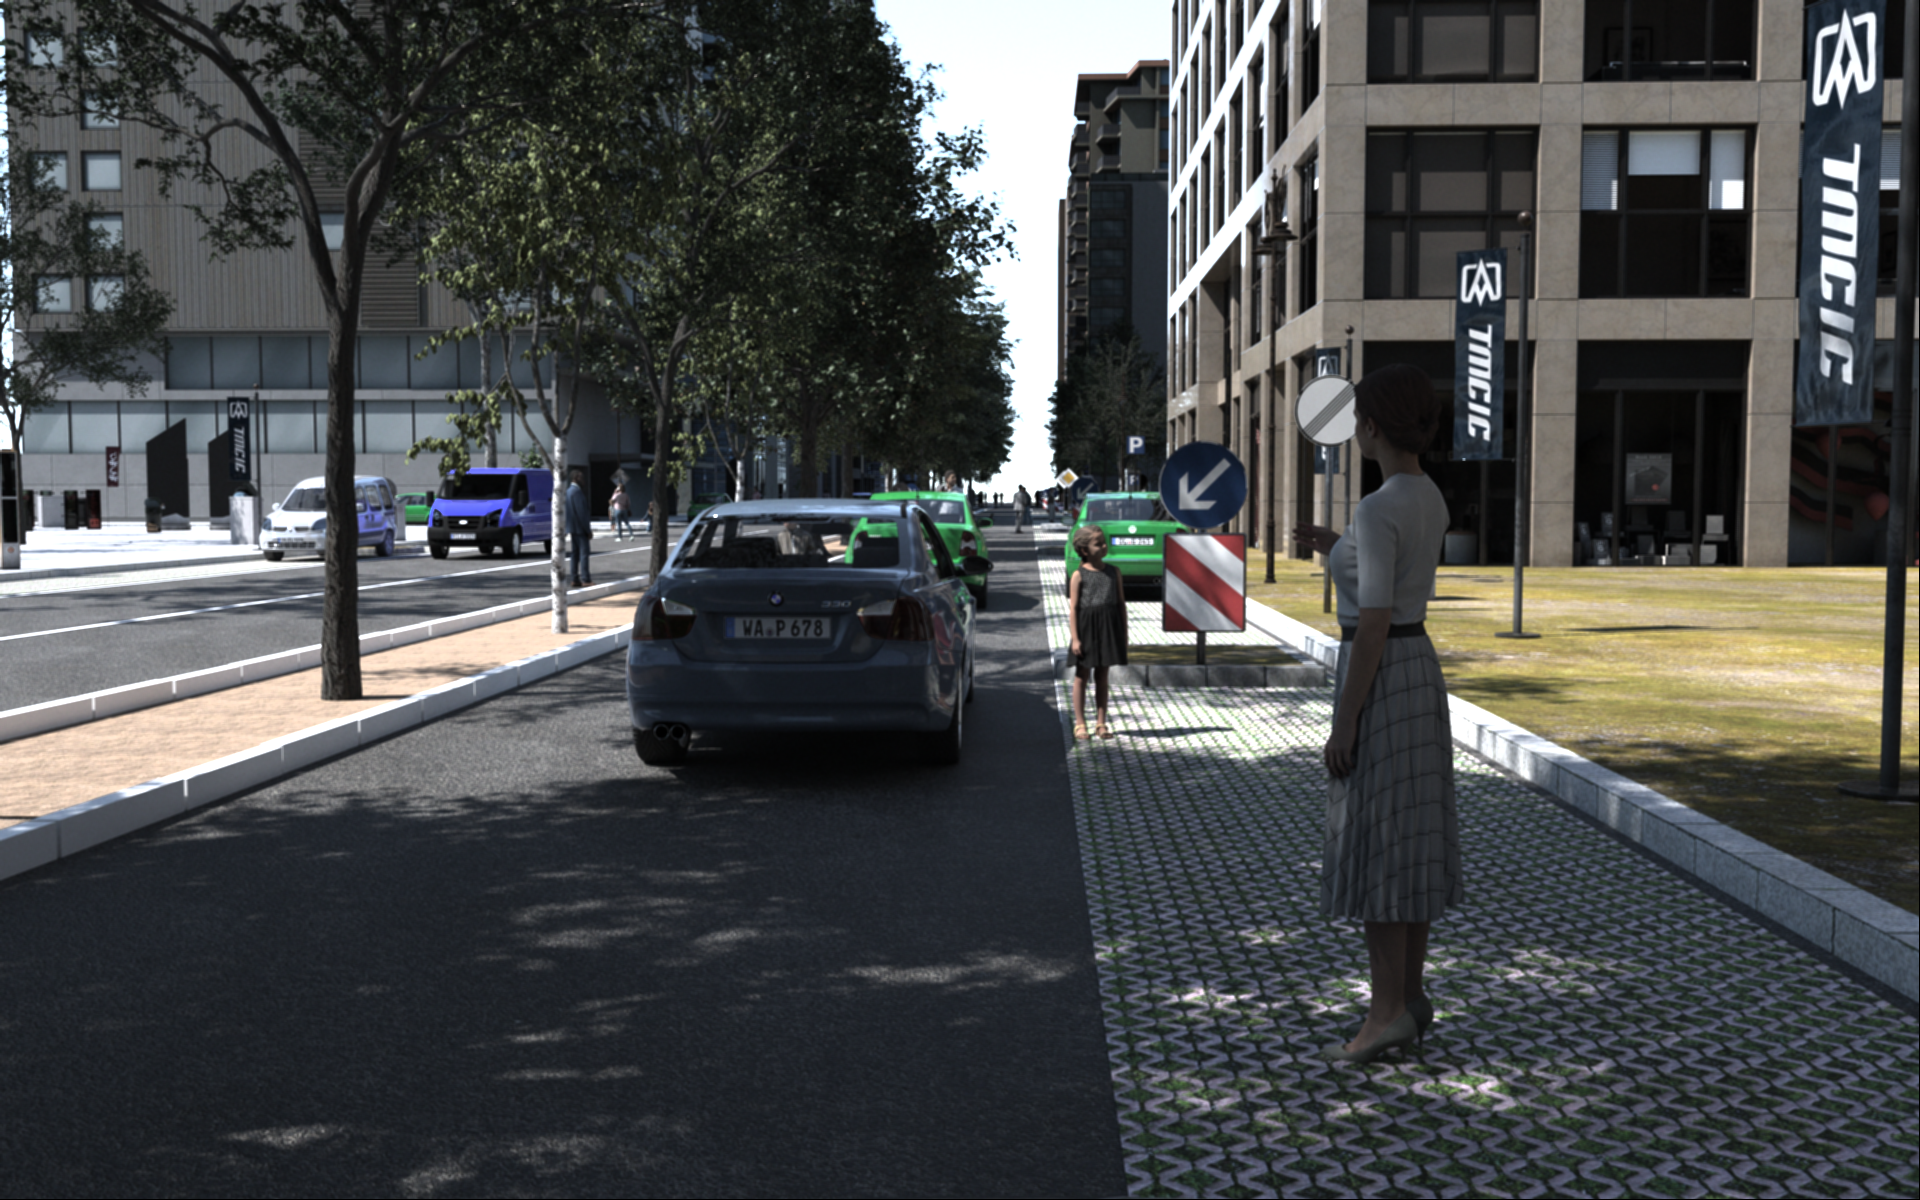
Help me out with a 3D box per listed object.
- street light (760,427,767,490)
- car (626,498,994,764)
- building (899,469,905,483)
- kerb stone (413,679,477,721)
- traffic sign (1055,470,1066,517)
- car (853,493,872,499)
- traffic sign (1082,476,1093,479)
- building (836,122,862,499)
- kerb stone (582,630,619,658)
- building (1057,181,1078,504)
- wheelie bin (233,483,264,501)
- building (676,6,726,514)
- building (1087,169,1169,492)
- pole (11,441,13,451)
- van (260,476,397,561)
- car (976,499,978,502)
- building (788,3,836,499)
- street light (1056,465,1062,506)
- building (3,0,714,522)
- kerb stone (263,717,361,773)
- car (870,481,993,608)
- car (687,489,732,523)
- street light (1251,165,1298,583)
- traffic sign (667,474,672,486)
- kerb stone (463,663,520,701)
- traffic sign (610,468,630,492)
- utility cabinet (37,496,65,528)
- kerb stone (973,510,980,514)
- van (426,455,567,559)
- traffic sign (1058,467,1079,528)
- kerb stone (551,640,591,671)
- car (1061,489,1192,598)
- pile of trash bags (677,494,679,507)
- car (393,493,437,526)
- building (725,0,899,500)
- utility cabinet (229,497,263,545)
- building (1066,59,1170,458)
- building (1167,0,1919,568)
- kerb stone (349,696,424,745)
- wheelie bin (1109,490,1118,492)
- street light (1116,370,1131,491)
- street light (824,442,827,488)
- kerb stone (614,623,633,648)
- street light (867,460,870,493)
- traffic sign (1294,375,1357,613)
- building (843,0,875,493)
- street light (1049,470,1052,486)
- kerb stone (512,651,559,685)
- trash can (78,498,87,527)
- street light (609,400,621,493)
[{"bbox_3d":[-13.047,-8.656,114.313,0.468,5.910,1.993,0,4,2],"label":"street light"},{"bbox_3d":[-0.811,0.092,10.503,2.014,1.417,4.499,0,4,2],"label":"car"},{"bbox_3d":[-21.168,-26.626,280.366,27.650,21.520,28.899,0,4,2],"label":"building"},{"bbox_3d":[-3.420,0.664,11.409,0.120,0.150,1.000,0,4,2],"label":"kerb stone"},{"bbox_3d":[4.414,-4.268,73.419,0.795,2.450,0.064,0,4,2],"label":"traffic sign"},{"bbox_3d":[-5.069,-4.801,88.091,1.945,1.707,3.694,0,4,1],"label":"car"},{"bbox_3d":[6.964,-5.661,94.683,0.606,2.300,0.079,0,4,8],"label":"traffic sign"},{"bbox_3d":[-22.407,-34.562,188.782,21.300,48.544,21.600,0,4,2],"label":"building"},{"bbox_3d":[-3.260,0.409,15.511,0.120,0.150,1.000,0,4,2],"label":"kerb stone"},{"bbox_3d":[21.293,-36.981,254.750,14.600,45.320,14.200,0,4,2],"label":"building"},{"bbox_3d":[-20.437,-2.558,49.725,0.693,1.594,0.980,0,4,-6],"label":"wheelie bin"},{"bbox_3d":[-23.877,-49.681,124.958,22.319,86.520,31.000,0,4,2],"label":"building"},{"bbox_3d":[18.596,-23.635,158.130,14.160,30.474,14.107,0,4,2],"label":"building"},{"bbox_3d":[-32.806,-4.058,60.191,0.158,3.312,0.155,0,3,0],"label":"pole"},{"bbox_3d":[-13.885,-1.905,38.157,2.013,2.044,4.112,0,4,3],"label":"van"},{"bbox_3d":[2.597,-16.408,280.072,2.131,1.459,4.920,0,4,1],"label":"car"},{"bbox_3d":[-23.777,-37.989,163.120,21.231,58.520,28.212,0,4,2],"label":"building"},{"bbox_3d":[12.558,-15.351,223.770,0.468,5.910,1.993,0,4,2],"label":"street light"},{"bbox_3d":[-28.563,-30.564,88.967,28.713,52.752,27.495,0,4,2],"label":"building"},{"bbox_3d":[-3.506,0.785,9.366,0.120,0.150,1.000,0,4,2],"label":"kerb stone"},{"bbox_3d":[-0.529,-0.876,23.117,1.959,1.807,4.718,0,4,0],"label":"car"},{"bbox_3d":[-12.030,-4.600,84.002,1.959,1.807,4.718,0,4,2],"label":"car"},{"bbox_3d":[4.467,-3.179,24.759,0.468,5.910,1.993,0,4,2],"label":"street light"},{"bbox_3d":[-12.666,-4.310,74.114,0.795,2.450,0.064,0,4,2],"label":"traffic sign"},{"bbox_3d":[-3.383,0.597,12.438,0.120,0.150,1.000,0,4,2],"label":"kerb stone"},{"bbox_3d":[-12.982,-3.822,66.135,0.795,2.450,0.064,0,4,2],"label":"traffic sign"},{"bbox_3d":[-34.723,-3.367,66.212,0.306,1.237,1.020,2,4,24],"label":"utility cabinet"},{"bbox_3d":[1.266,-6.580,129.772,0.120,0.150,1.000,0,4,2],"label":"kerb stone"},{"bbox_3d":[-10.649,-2.176,39.963,2.240,2.365,5.245,0,4,2],"label":"van"},{"bbox_3d":[4.098,-3.780,65.441,0.795,2.450,0.064,0,4,2],"label":"traffic sign"},{"bbox_3d":[-3.293,0.474,14.489,0.120,0.150,1.000,0,4,2],"label":"kerb stone"},{"bbox_3d":[2.422,-0.988,24.947,1.959,1.807,4.718,0,4,4],"label":"car"},{"bbox_3d":[-18.647,-5.842,105.271,3.447,1.369,1.912,1,4,18],"label":"pile of trash bags"},{"bbox_3d":[-22.076,-3.716,69.550,4.718,1.807,1.959,0,4,3],"label":"car"},{"bbox_3d":[-19.642,-57.195,247.813,22.319,86.520,31.000,0,4,2],"label":"building"},{"bbox_3d":[-18.069,-2.001,43.879,1.020,1.237,0.306,2,4,34],"label":"utility cabinet"},{"bbox_3d":[22.731,-32.077,179.076,22.147,44.769,28.867,0,4,2],"label":"building"},{"bbox_3d":[16.603,-14.788,46.298,19.350,26.468,34.151,0,4,2],"label":"building"},{"bbox_3d":[-3.464,0.727,10.388,0.120,0.150,1.000,0,4,2],"label":"kerb stone"},{"bbox_3d":[11.546,-7.515,130.772,0.980,1.594,0.693,1,4,21],"label":"wheelie bin"},{"bbox_3d":[6.111,-5.637,64.960,0.468,5.910,1.993,0,4,2],"label":"street light"},{"bbox_3d":[-11.665,-10.894,150.907,0.468,5.910,1.993,0,4,2],"label":"street light"},{"bbox_3d":[-3.215,0.346,16.537,0.120,0.150,1.000,0,4,2],"label":"kerb stone"},{"bbox_3d":[-10.159,-13.435,192.448,0.468,5.910,1.993,0,4,2],"label":"street light"},{"bbox_3d":[3.959,-1.130,18.582,0.768,2.556,0.104,0,4,3],"label":"traffic sign"},{"bbox_3d":[-20.989,-47.177,209.596,20.563,71.187,20.611,0,4,2],"label":"building"},{"bbox_3d":[15.862,-20.479,307.611,0.468,5.910,1.993,0,4,2],"label":"street light"},{"bbox_3d":[-3.336,0.534,13.462,0.120,0.150,1.000,0,4,2],"label":"kerb stone"},{"bbox_3d":[-34.306,-3.426,67.667,0.748,1.137,0.748,0,3,0],"label":"trash can"},{"bbox_3d":[-14.644,-6.213,74.363,0.468,5.910,1.993,0,4,2],"label":"street light"}]
